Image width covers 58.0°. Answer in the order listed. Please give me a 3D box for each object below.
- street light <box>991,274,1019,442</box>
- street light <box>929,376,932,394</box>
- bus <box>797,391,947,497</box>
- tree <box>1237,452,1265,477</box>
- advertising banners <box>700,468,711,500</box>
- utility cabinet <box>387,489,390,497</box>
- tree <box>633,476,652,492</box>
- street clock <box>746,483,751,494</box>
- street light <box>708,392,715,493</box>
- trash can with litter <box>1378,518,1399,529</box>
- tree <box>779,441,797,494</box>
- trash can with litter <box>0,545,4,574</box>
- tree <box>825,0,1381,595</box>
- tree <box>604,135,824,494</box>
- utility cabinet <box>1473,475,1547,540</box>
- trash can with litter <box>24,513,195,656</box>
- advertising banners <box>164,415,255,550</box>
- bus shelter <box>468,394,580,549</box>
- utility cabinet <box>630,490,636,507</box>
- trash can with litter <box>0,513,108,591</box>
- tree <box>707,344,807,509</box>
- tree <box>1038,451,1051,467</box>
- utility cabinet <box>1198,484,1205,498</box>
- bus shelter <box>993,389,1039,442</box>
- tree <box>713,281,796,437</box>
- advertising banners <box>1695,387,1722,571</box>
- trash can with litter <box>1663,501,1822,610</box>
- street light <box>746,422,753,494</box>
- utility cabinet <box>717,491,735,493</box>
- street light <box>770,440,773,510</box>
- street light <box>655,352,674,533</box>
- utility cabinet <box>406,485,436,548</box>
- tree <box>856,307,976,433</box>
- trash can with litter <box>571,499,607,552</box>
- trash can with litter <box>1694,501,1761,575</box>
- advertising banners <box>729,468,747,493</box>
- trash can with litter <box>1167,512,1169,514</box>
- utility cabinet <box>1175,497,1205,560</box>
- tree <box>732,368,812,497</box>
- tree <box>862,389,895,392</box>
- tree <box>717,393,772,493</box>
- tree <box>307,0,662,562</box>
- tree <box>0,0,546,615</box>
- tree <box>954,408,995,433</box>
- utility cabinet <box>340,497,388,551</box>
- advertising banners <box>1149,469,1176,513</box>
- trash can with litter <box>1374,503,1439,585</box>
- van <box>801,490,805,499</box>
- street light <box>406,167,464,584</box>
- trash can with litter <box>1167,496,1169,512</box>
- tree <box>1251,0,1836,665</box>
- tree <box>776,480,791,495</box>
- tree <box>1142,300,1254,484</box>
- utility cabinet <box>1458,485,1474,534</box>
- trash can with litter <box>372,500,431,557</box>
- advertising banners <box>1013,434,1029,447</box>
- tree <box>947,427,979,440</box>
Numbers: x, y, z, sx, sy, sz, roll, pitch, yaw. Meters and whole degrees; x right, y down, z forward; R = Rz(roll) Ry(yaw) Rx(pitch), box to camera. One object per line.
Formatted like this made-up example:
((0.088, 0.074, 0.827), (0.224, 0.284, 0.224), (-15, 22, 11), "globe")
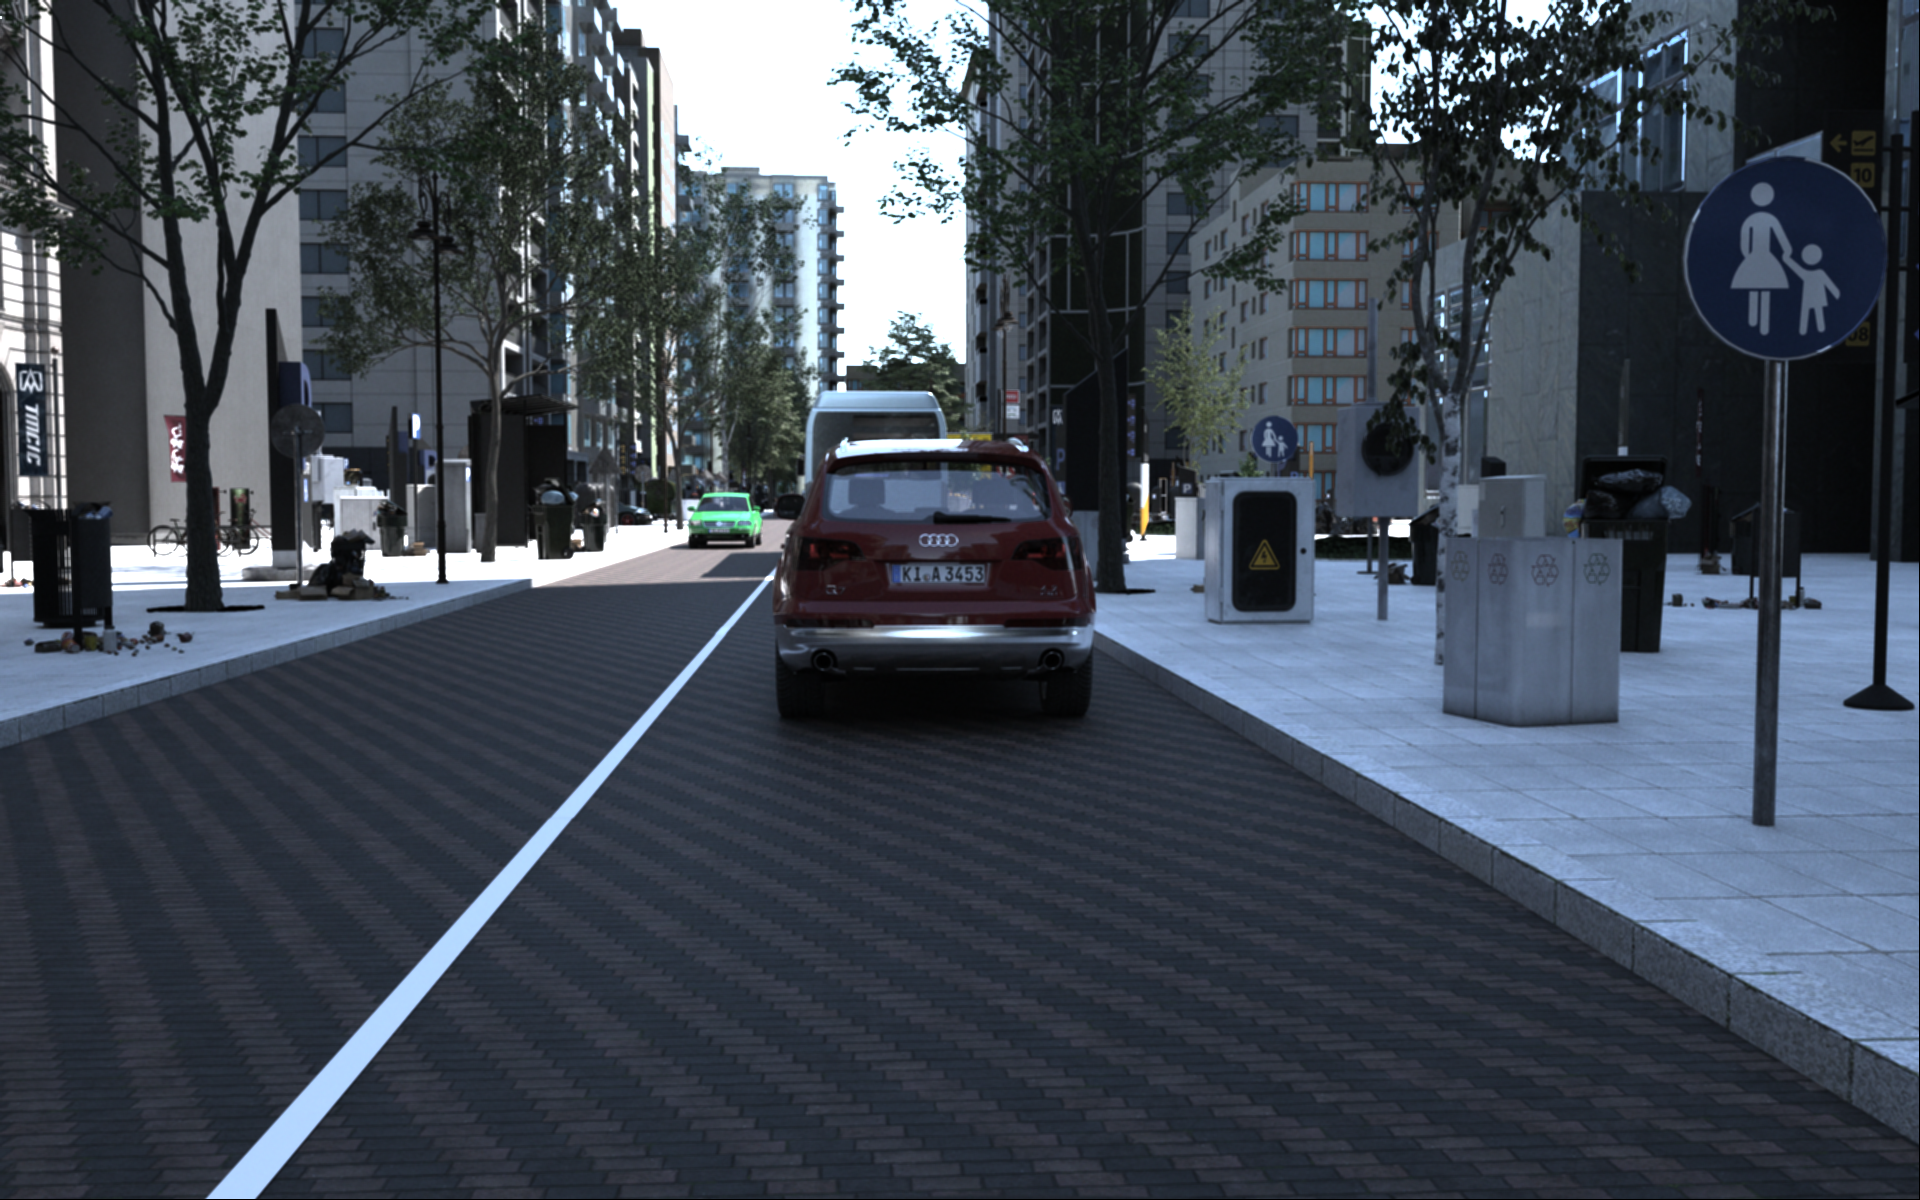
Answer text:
((0.939, -3.900, 36.549), (0.468, 5.910, 1.993), (0, 4, -4), "street light")
((-1.143, -5.827, 68.065), (0.468, 5.910, 1.993), (0, 4, -4), "street light")
((-2.090, -2.616, 37.636), (2.948, 3.499, 13.247), (0, 4, -5), "bus")
((13.021, -5.159, 78.944), (1.663, 3.219, 1.824), (0, 3, 0), "tree")
((-16.631, -7.189, 113.731), (0.090, 3.025, 2.074), (1, 4, 14), "advertising banners")
((-26.476, -4.406, 80.721), (0.318, 1.500, 1.173), (-1, 4, -23), "utility cabinet")
((-23.981, -8.416, 132.206), (1.663, 3.219, 1.824), (0, 3, 0), "tree")
((-14.318, -6.887, 117.172), (0.358, 2.002, 0.471), (-3, 4, -38), "street clock")
((-10.995, -6.353, 76.664), (0.468, 5.910, 1.993), (0, 4, -4), "street light")
((15.086, -3.262, 64.391), (1.678, 1.210, 2.233), (-2, 4, -33), "trash can with litter")
((-18.594, -14.266, 183.618), (4.737, 8.622, 4.395), (0, 3, 0), "tree")
((-8.626, -0.193, 14.551), (1.055, 1.170, 0.624), (0, 4, 4), "trash can with litter")
((1.819, -5.905, 22.300), (9.928, 11.665, 9.643), (0, 3, 0), "tree")
((-14.027, -14.594, 94.499), (12.611, 20.169, 13.585), (0, 3, 0), "tree")
((6.531, -0.727, 20.572), (0.318, 1.500, 1.173), (-1, 4, -8), "utility cabinet")
((-7.101, -0.227, 14.774), (1.678, 1.210, 2.233), (0, 4, 0), "trash can with litter")
((-16.974, -2.630, 39.185), (0.090, 3.025, 2.074), (3, 4, 37), "advertising banners")
((-10.879, -3.203, 43.654), (1.731, 3.624, 6.357), (0, 4, -4), "bus shelter")
((-23.745, -7.151, 125.596), (1.173, 1.500, 0.318), (3, 5, 43), "utility cabinet")
((-13.334, -0.792, 24.000), (2.233, 1.210, 1.678), (-3, 5, -44), "trash can with litter")
((-15.293, -13.002, 130.709), (7.486, 12.596, 7.792), (0, 3, 0), "tree")
((3.605, -5.145, 78.724), (1.663, 3.219, 1.824), (0, 3, 0), "tree")
((5.205, -1.774, 37.683), (0.318, 1.500, 1.173), (0, 4, -7), "utility cabinet")
((1.399, -5.274, 63.858), (2.179, 5.291, 8.768), (0, 4, -4), "bus shelter")
((-9.957, -7.788, 61.754), (8.767, 10.594, 7.601), (0, 4, -1), "tree")
((12.577, -2.016, 29.151), (0.090, 3.025, 2.074), (2, 4, 34), "advertising banners")
((8.850, -0.531, 19.735), (2.233, 1.210, 1.678), (0, 4, 7), "trash can with litter")
((-13.156, -8.281, 108.174), (0.468, 5.910, 1.993), (0, 4, -4), "street light")
((-16.287, -6.842, 120.551), (1.173, 1.500, 0.318), (-1, 4, -21), "utility cabinet")
((-15.307, -10.227, 140.002), (0.468, 5.910, 1.993), (0, 4, -4), "street light")
((-9.606, -5.113, 56.385), (0.468, 5.910, 1.993), (0, 4, -4), "street light")
((-12.779, -2.002, 41.405), (0.318, 1.500, 1.173), (1, 4, 12), "utility cabinet")
((-2.743, -11.471, 105.680), (7.486, 12.596, 7.792), (0, 3, 0), "tree")
((-8.318, -1.642, 38.228), (1.055, 1.170, 0.624), (1, 4, 20), "trash can with litter")
((12.267, -0.988, 27.548), (1.055, 1.170, 0.624), (1, 4, 22), "trash can with litter")
((-14.700, -7.207, 114.019), (0.090, 3.025, 2.074), (2, 4, 35), "advertising banners")
((14.302, -6.264, 113.471), (2.233, 1.210, 1.678), (1, 4, 20), "trash can with litter")
((4.598, -1.412, 34.251), (0.306, 1.237, 1.020), (-1, 4, -18), "utility cabinet")
((-18.381, -16.125, 170.299), (9.857, 13.997, 8.962), (0, 3, 0), "tree")
((-5.846, -12.654, 141.301), (8.767, 10.594, 7.601), (0, 4, 3), "tree")
((-14.966, -10.500, 122.036), (4.360, 8.622, 3.978), (0, 3, 0), "tree")
((-8.544, -5.988, 32.318), (7.601, 10.594, 8.767), (-1, 4, -9), "tree")
((-8.244, -5.693, 18.838), (9.928, 11.665, 9.643), (0, 3, 0), "tree")
((1.281, -11.902, 144.965), (4.360, 8.622, 3.978), (0, 3, 0), "tree")
((-13.476, -1.716, 39.215), (1.020, 1.237, 0.306), (-2, 4, -24), "utility cabinet")
((13.769, -7.437, 117.785), (2.074, 3.025, 0.090), (1, 4, 22), "advertising banners")
((6.400, -0.803, 24.511), (1.055, 1.170, 0.624), (2, 4, 30), "trash can with litter")
((-13.636, -9.159, 156.753), (2.013, 2.044, 4.112), (0, 4, -4), "van")
((-7.430, -3.174, 24.683), (0.468, 5.910, 1.993), (0, 4, -4), "street light")
((13.744, -6.403, 116.080), (1.055, 1.170, 0.624), (-2, 4, -31), "trash can with litter")
((3.876, -3.824, 12.891), (4.360, 8.622, 3.978), (0, 3, 0), "tree")
((-20.356, -12.611, 200.789), (1.663, 3.219, 1.824), (0, 3, 0), "tree")
((9.065, -7.108, 66.578), (4.737, 8.622, 4.395), (0, 3, 0), "tree")
((12.218, -1.999, 41.362), (0.318, 1.500, 1.173), (-2, 4, -28), "utility cabinet")
((-11.434, -1.473, 35.468), (0.624, 1.170, 1.055), (3, 5, 41), "trash can with litter")
((2.429, -3.312, 50.347), (2.074, 3.025, 0.090), (2, 4, 33), "advertising banners")
((0.204, -3.381, 49.886), (1.663, 3.219, 1.824), (0, 3, 0), "tree")
